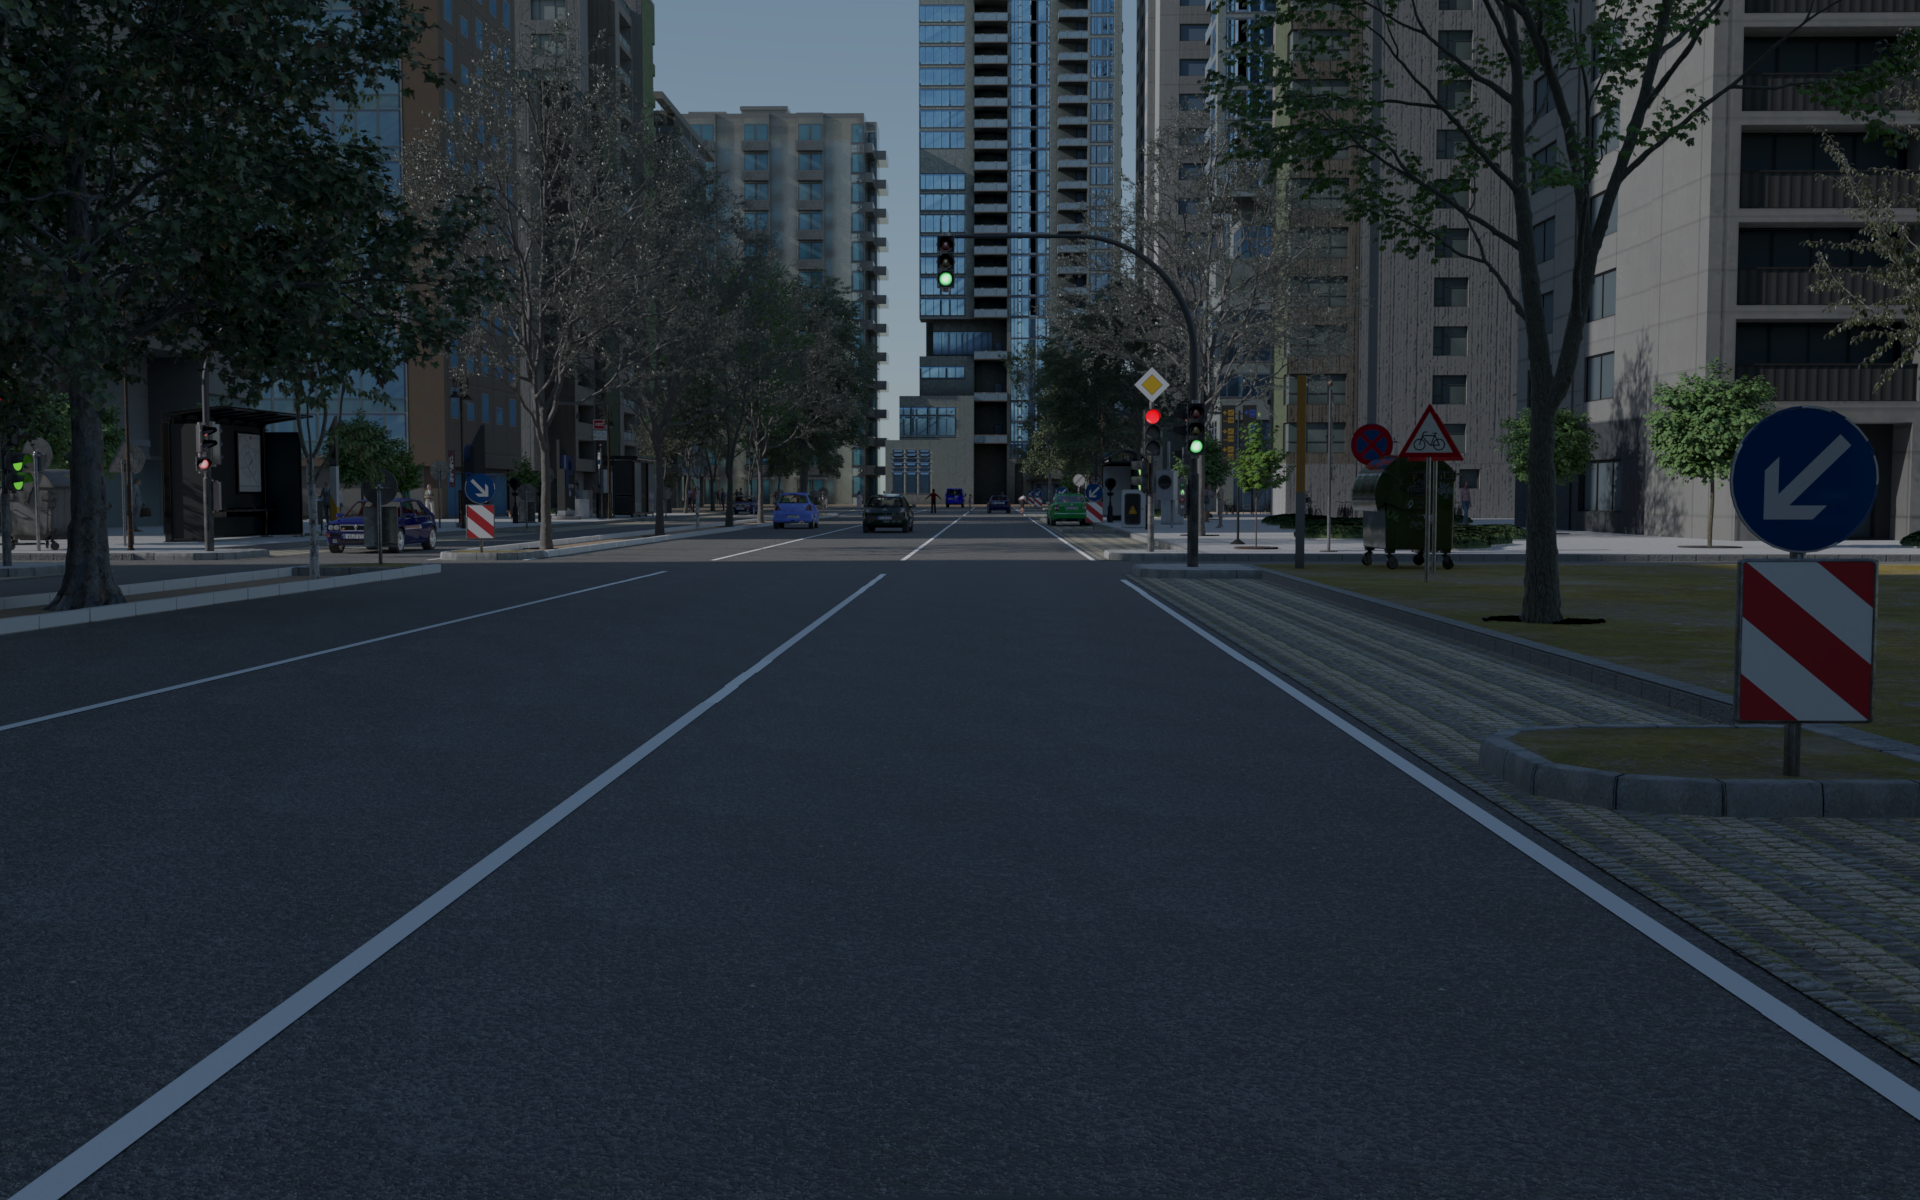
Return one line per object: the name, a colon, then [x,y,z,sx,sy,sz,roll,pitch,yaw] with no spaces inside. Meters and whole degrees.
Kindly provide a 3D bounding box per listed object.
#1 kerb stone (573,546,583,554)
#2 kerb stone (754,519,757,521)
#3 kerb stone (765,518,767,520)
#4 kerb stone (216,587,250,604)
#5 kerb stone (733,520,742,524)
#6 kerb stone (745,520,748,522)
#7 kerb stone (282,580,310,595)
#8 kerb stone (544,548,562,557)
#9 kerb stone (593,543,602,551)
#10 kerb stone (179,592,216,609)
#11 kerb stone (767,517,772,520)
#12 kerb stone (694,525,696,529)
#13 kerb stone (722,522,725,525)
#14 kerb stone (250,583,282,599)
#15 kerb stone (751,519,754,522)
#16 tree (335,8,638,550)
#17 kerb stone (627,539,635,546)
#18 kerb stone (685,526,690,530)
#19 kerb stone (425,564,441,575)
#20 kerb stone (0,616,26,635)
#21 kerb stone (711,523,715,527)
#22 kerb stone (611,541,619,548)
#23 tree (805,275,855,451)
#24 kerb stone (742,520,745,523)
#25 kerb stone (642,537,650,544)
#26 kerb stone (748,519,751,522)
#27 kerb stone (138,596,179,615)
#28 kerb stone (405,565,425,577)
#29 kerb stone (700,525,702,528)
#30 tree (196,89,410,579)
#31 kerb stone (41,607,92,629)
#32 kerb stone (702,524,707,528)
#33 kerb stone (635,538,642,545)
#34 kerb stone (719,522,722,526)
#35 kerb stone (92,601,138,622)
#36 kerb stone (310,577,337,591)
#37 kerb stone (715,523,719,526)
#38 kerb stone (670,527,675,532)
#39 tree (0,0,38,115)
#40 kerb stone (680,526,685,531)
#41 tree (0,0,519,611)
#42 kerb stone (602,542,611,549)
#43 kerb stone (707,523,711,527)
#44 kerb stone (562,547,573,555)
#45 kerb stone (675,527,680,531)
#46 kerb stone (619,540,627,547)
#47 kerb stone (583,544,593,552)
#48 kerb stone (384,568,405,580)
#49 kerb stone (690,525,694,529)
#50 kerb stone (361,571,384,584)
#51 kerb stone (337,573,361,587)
kerb stone: [-9.353,-1.201,41.857,0.120,0.150,1.000,0,4,1]
kerb stone: [-10.581,-4.026,88.044,0.120,0.150,1.000,0,4,1]
kerb stone: [-10.502,-4.278,92.144,0.120,0.150,1.000,0,4,1]
kerb stone: [-9.726,-0.047,22.966,0.120,0.150,1.000,0,4,1]
kerb stone: [-10.676,-3.714,82.918,0.120,0.150,1.000,0,4,1]
kerb stone: [-10.639,-3.839,84.963,0.120,0.150,1.000,0,4,1]
kerb stone: [-9.678,-0.173,25.018,0.120,0.150,1.000,0,4,1]
kerb stone: [-9.397,-1.078,39.813,0.120,0.150,1.000,0,4,1]
kerb stone: [-9.315,-1.327,43.901,0.120,0.150,1.000,0,4,1]
kerb stone: [-9.742,0.016,21.936,0.120,0.150,1.000,0,4,1]
kerb stone: [-10.459,-4.404,94.200,0.120,0.150,1.000,0,4,1]
kerb stone: [-10.912,-2.960,70.621,0.120,0.150,1.000,0,4,1]
kerb stone: [-10.779,-3.400,77.787,0.120,0.150,1.000,0,4,1]
kerb stone: [-9.703,-0.110,23.997,0.120,0.150,1.000,0,4,1]
kerb stone: [-10.600,-3.964,87.009,0.120,0.150,1.000,0,4,1]
tree: [-10.609,-8.023,43.997,12.009,13.543,11.850,0,3,0]
kerb stone: [-9.238,-1.578,47.995,0.120,0.150,1.000,0,4,1]
kerb stone: [-10.950,-2.835,68.565,0.120,0.150,1.000,0,4,1]
kerb stone: [-9.559,-0.548,31.158,0.120,0.150,1.000,0,4,1]
kerb stone: [-9.812,0.268,17.815,0.120,0.150,1.000,0,4,1]
kerb stone: [-10.835,-3.212,74.718,0.120,0.150,1.000,0,4,1]
kerb stone: [-9.283,-1.453,45.951,0.120,0.150,1.000,0,4,1]
tree: [-10.001,-8.838,57.327,12.009,13.543,11.850,0,3,0]
kerb stone: [-10.660,-3.776,83.941,0.120,0.150,1.000,0,4,1]
kerb stone: [-9.201,-1.703,50.046,0.120,0.150,1.000,0,4,1]
kerb stone: [-10.615,-3.902,85.985,0.120,0.150,1.000,0,4,1]
kerb stone: [-9.759,0.079,20.909,0.120,0.150,1.000,0,4,1]
kerb stone: [-9.578,-0.486,30.134,0.120,0.150,1.000,0,4,1]
kerb stone: [-10.901,-3.022,71.645,0.120,0.150,1.000,0,4,1]
tree: [-10.807,-4.635,28.606,4.737,8.622,4.395,0,3,0]
kerb stone: [-9.796,0.209,18.842,0.120,0.150,1.000,0,4,1]
kerb stone: [-10.870,-3.084,72.673,0.120,0.150,1.000,0,4,1]
kerb stone: [-9.222,-1.639,49.024,0.120,0.150,1.000,0,4,1]
kerb stone: [-10.791,-3.337,76.762,0.120,0.150,1.000,0,4,1]
kerb stone: [-9.774,0.142,19.878,0.120,0.150,1.000,0,4,1]
kerb stone: [-9.657,-0.228,26.041,0.120,0.150,1.000,0,4,1]
kerb stone: [-10.811,-3.275,75.740,0.120,0.150,1.000,0,4,1]
kerb stone: [-11.010,-2.648,65.491,0.120,0.150,1.000,0,4,1]
tree: [-10.770,-6.247,11.245,9.857,13.997,8.962,0,3,0]
kerb stone: [-10.972,-2.774,67.543,0.120,0.150,1.000,0,4,1]
tree: [-10.787,-6.223,21.219,9.611,12.733,9.660,0,3,0]
kerb stone: [-9.299,-1.390,44.924,0.120,0.150,1.000,0,4,1]
kerb stone: [-10.848,-3.150,73.696,0.120,0.150,1.000,0,4,1]
kerb stone: [-9.370,-1.138,40.835,0.120,0.150,1.000,0,4,1]
kerb stone: [-10.985,-2.711,66.514,0.120,0.150,1.000,0,4,1]
kerb stone: [-9.261,-1.515,46.973,0.120,0.150,1.000,0,4,1]
kerb stone: [-9.336,-1.265,42.879,0.120,0.150,1.000,0,4,1]
kerb stone: [-9.598,-0.423,29.109,0.120,0.150,1.000,0,4,1]
kerb stone: [-10.920,-2.899,69.592,0.120,0.150,1.000,0,4,1]
kerb stone: [-9.624,-0.360,28.084,0.120,0.150,1.000,0,4,1]
kerb stone: [-9.639,-0.295,27.062,0.120,0.150,1.000,0,4,1]
